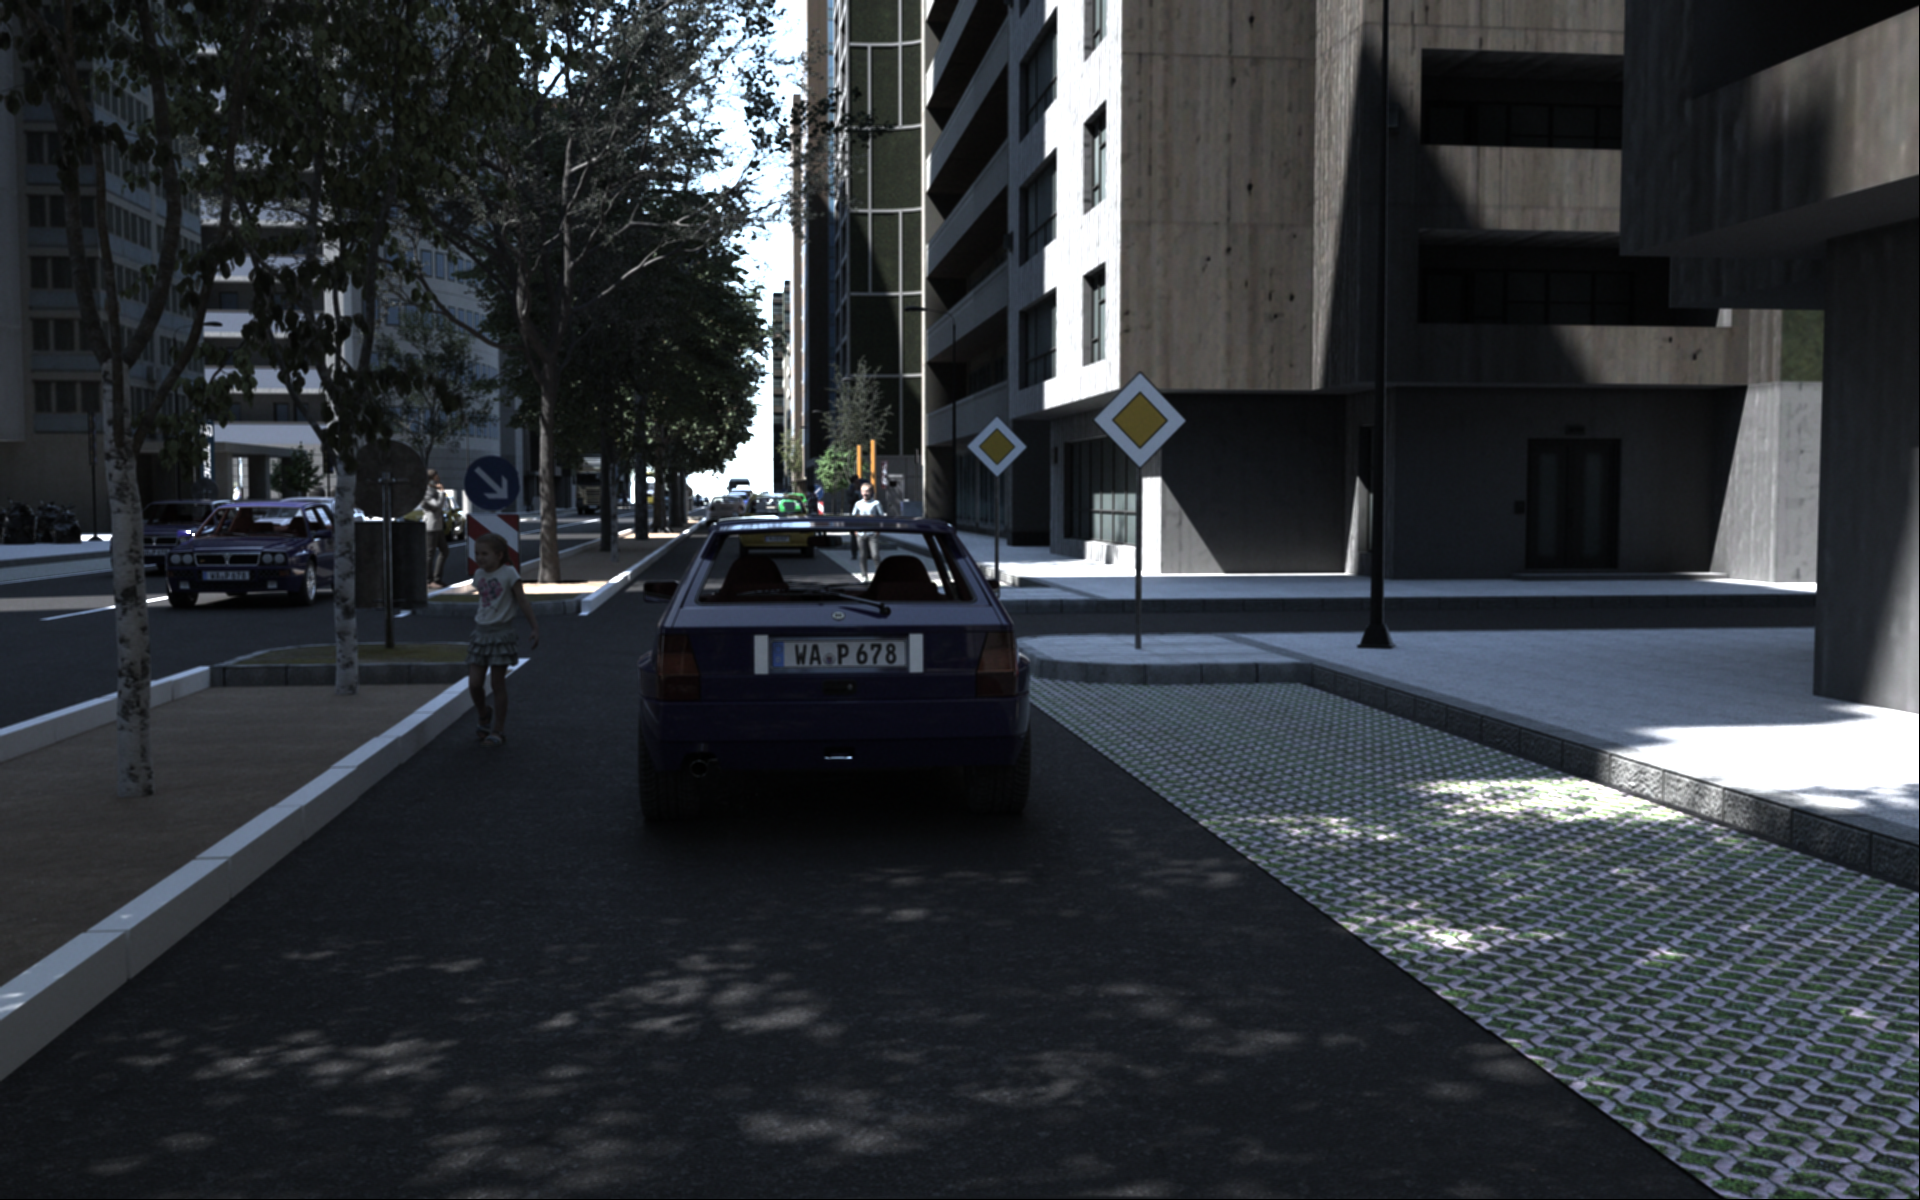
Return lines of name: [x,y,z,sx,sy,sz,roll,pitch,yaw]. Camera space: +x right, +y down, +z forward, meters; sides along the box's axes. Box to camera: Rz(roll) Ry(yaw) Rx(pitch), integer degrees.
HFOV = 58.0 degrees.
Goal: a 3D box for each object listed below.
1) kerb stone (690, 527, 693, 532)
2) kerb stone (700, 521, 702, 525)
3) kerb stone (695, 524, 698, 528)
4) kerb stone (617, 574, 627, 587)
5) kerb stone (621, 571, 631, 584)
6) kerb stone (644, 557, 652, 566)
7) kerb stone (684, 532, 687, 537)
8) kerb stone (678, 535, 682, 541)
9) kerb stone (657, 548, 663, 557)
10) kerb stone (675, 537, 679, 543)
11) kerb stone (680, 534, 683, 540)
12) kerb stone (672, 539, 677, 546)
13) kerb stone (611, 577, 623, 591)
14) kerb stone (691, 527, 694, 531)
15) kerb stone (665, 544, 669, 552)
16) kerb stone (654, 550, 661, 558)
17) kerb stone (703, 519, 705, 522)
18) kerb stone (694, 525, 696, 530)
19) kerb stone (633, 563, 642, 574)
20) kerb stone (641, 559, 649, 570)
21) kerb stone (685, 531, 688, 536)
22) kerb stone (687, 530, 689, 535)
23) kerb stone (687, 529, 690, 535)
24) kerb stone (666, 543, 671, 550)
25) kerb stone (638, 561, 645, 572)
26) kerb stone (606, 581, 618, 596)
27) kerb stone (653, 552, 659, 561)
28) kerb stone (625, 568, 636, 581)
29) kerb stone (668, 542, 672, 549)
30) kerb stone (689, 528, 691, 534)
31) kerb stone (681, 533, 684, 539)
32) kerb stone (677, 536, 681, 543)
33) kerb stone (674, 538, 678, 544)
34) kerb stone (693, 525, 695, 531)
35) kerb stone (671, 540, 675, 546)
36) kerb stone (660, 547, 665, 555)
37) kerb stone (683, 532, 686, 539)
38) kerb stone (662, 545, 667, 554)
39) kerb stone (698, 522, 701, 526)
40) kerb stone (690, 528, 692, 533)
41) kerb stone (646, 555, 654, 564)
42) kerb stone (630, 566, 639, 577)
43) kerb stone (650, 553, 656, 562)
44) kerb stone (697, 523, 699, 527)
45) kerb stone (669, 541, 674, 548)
kerb stone: [-9.737,-2.437,62.067,0.120,0.150,1.000,0,4,-7]
kerb stone: [-11.407,-3.246,75.278,0.120,0.150,1.000,0,4,-7]
kerb stone: [-10.502,-2.811,68.172,0.120,0.150,1.000,0,4,-7]
kerb stone: [-5.222,-0.262,26.473,0.120,0.150,1.000,0,4,-7]
kerb stone: [-5.351,-0.324,27.487,0.120,0.150,1.000,0,4,-7]
kerb stone: [-6.116,-0.697,33.586,0.120,0.150,1.000,0,4,-7]
kerb stone: [-8.832,-2.003,54.945,0.120,0.150,1.000,0,4,-7]
kerb stone: [-8.313,-1.750,50.872,0.120,0.150,1.000,0,4,-7]
kerb stone: [-6.771,-1.006,38.667,0.120,0.150,1.000,0,4,-7]
kerb stone: [-8.063,-1.627,48.842,0.120,0.150,1.000,0,4,-7]
kerb stone: [-8.439,-1.814,51.890,0.120,0.150,1.000,0,4,-7]
kerb stone: [-7.798,-1.504,46.803,0.120,0.150,1.000,0,4,-7]
kerb stone: [-5.092,-0.200,25.459,0.120,0.150,1.000,0,4,-7]
kerb stone: [-9.864,-2.501,63.081,0.120,0.150,1.000,0,4,-7]
kerb stone: [-7.154,-1.194,41.721,0.120,0.150,1.000,0,4,-7]
kerb stone: [-6.632,-0.945,37.654,0.120,0.150,1.000,0,4,-7]
kerb stone: [-12.183,-3.620,81.374,0.120,0.150,1.000,0,4,-7]
kerb stone: [-10.248,-2.687,66.133,0.120,0.150,1.000,0,4,-7]
kerb stone: [-5.735,-0.511,30.543,0.120,0.150,1.000,0,4,-7]
kerb stone: [-5.992,-0.629,32.571,0.120,0.150,1.000,0,4,-7]
kerb stone: [-8.955,-2.066,55.967,0.120,0.150,1.000,0,4,-7]
kerb stone: [-9.220,-2.190,58.003,0.120,0.150,1.000,0,4,-7]
kerb stone: [-9.346,-2.247,59.021,0.120,0.150,1.000,0,4,-7]
kerb stone: [-7.285,-1.252,42.738,0.120,0.150,1.000,0,4,-7]
kerb stone: [-5.866,-0.573,31.557,0.120,0.150,1.000,0,4,-7]
kerb stone: [-4.963,-0.135,24.443,0.120,0.150,1.000,0,4,-7]
kerb stone: [-6.515,-0.877,36.633,0.120,0.150,1.000,0,4,-7]
kerb stone: [-5.473,-0.386,28.511,0.120,0.150,1.000,0,4,-7]
kerb stone: [-7.410,-1.318,43.752,0.120,0.150,1.000,0,4,-7]
kerb stone: [-9.471,-2.314,60.036,0.120,0.150,1.000,0,4,-7]
kerb stone: [-8.572,-1.878,52.903,0.120,0.150,1.000,0,4,-7]
kerb stone: [-8.190,-1.692,49.856,0.120,0.150,1.000,0,4,-7]
kerb stone: [-7.928,-1.567,47.824,0.120,0.150,1.000,0,4,-7]
kerb stone: [-10.117,-2.624,65.116,0.120,0.150,1.000,0,4,-7]
kerb stone: [-7.672,-1.443,45.789,0.120,0.150,1.000,0,4,-7]
kerb stone: [-6.891,-1.069,39.682,0.120,0.150,1.000,0,4,-7]
kerb stone: [-8.700,-1.940,53.917,0.120,0.150,1.000,0,4,-7]
kerb stone: [-7.021,-1.132,40.696,0.120,0.150,1.000,0,4,-7]
kerb stone: [-11.151,-3.119,73.250,0.120,0.150,1.000,0,4,-7]
kerb stone: [-9.603,-2.375,61.049,0.120,0.150,1.000,0,4,-7]
kerb stone: [-6.251,-0.759,34.599,0.120,0.150,1.000,0,4,-7]
kerb stone: [-5.612,-0.448,29.527,0.120,0.150,1.000,0,4,-7]
kerb stone: [-6.387,-0.821,35.618,0.120,0.150,1.000,0,4,-7]
kerb stone: [-10.769,-2.936,70.206,0.120,0.150,1.000,0,4,-7]
kerb stone: [-7.538,-1.381,44.769,0.120,0.150,1.000,0,4,-7]
